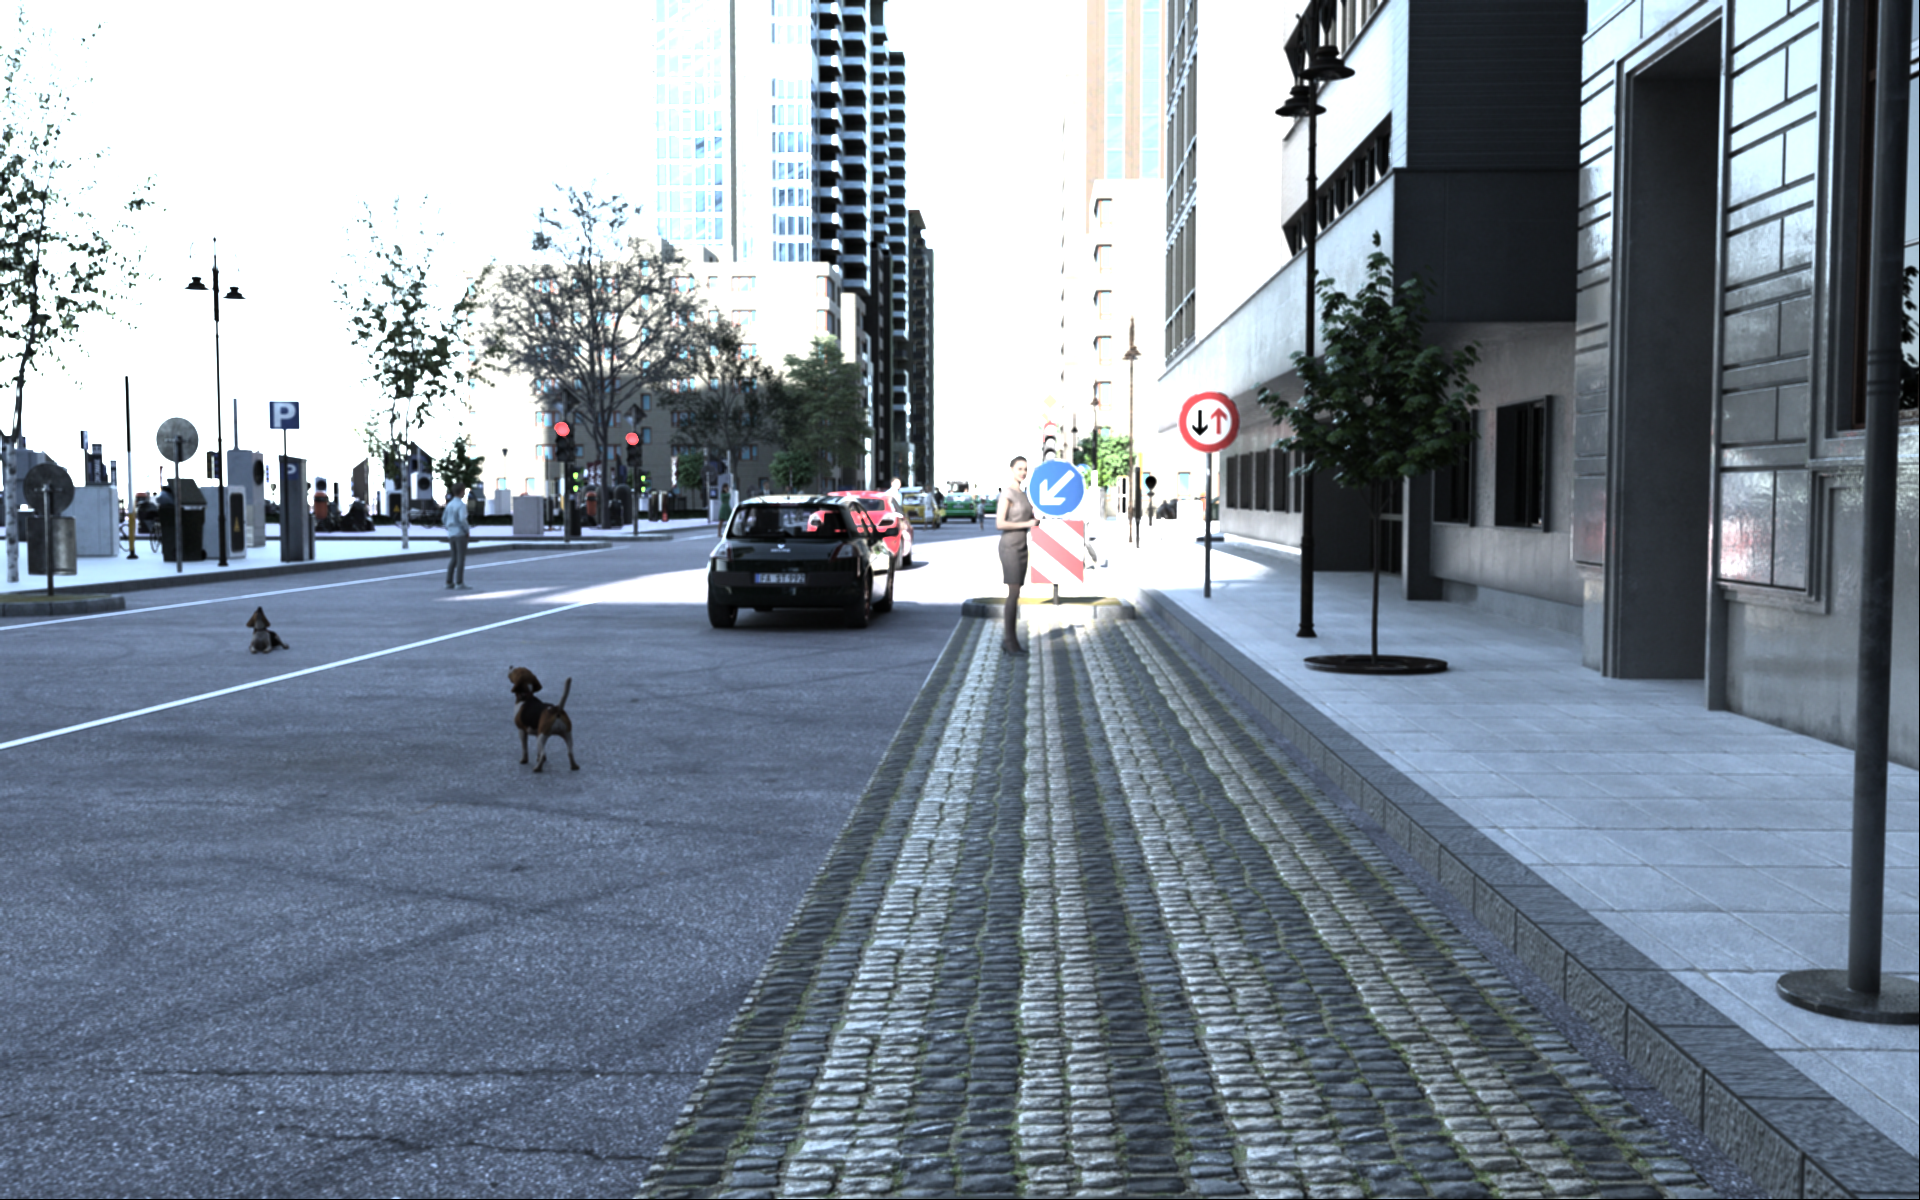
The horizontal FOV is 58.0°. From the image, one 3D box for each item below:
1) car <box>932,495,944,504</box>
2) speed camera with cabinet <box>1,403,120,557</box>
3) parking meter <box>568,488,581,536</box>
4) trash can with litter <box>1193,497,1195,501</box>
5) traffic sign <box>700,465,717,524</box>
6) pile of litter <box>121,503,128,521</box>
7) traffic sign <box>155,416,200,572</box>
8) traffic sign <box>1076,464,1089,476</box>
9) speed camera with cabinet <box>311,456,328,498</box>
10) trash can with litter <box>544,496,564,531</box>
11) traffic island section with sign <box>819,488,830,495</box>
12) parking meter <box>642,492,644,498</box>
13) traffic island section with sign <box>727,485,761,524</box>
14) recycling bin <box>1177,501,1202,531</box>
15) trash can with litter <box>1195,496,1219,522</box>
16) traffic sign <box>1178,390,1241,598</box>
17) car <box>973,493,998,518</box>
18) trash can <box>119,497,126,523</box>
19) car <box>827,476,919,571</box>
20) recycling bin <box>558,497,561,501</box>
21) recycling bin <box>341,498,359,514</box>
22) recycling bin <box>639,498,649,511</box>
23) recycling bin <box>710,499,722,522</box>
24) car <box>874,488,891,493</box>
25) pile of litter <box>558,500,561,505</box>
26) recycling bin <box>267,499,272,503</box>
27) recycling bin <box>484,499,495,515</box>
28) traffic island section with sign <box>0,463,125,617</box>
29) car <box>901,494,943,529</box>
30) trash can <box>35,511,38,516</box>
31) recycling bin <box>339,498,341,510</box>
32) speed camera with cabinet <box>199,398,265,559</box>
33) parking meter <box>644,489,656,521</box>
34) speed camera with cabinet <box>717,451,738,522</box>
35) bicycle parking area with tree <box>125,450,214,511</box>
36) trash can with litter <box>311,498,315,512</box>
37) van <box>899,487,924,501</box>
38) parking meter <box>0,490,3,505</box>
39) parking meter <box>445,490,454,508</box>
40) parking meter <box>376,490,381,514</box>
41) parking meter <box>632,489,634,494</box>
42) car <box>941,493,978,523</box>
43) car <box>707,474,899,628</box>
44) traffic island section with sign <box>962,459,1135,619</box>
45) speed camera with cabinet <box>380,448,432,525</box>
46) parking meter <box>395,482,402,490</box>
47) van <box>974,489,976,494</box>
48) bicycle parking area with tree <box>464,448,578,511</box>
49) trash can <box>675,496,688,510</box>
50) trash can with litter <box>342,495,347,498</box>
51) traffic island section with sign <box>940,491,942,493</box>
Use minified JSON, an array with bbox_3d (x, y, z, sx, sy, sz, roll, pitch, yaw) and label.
[{"bbox_3d":[-2.437,-9.542,168.586,1.945,1.354,3.894,0,4,3],"label":"car"},{"bbox_3d":[-18.352,-2.509,35.356,2.038,3.252,0.660,-1,4,-12],"label":"speed camera with cabinet"},{"bbox_3d":[-11.760,-2.720,52.880,0.372,1.533,0.369,0,3,0],"label":"parking meter"},{"bbox_3d":[11.461,-4.300,81.698,1.055,1.170,0.624,0,4,-3],"label":"trash can with litter"},{"bbox_3d":[-10.895,-4.584,75.058,0.768,2.556,0.104,0,4,7],"label":"traffic sign"},{"bbox_3d":[-39.863,-4.133,81.537,1.176,0.858,1.719,2,4,26],"label":"pile of litter"},{"bbox_3d":[-12.801,-1.726,28.331,0.768,2.556,0.104,0,4,6],"label":"traffic sign"},{"bbox_3d":[5.202,-4.503,73.730,0.768,2.556,0.104,0,4,4],"label":"traffic sign"},{"bbox_3d":[-33.625,-5.795,89.076,2.038,3.252,0.660,-3,5,-42],"label":"speed camera with cabinet"},{"bbox_3d":[-14.304,-3.044,60.830,1.678,1.210,2.233,-1,4,-16],"label":"trash can with litter"},{"bbox_3d":[-8.071,-5.810,103.619,1.989,1.847,2.006,0,4,2],"label":"traffic island section with sign"},{"bbox_3d":[-20.262,-6.305,111.504,0.372,1.533,0.369,0,3,0],"label":"parking meter"},{"bbox_3d":[-9.160,-4.163,76.686,1.989,1.847,2.006,0,4,2],"label":"traffic island section with sign"},{"bbox_3d":[7.978,-2.912,60.162,0.722,1.027,0.722,0,4,-5],"label":"recycling bin"},{"bbox_3d":[11.679,-4.233,80.604,1.055,1.170,0.624,-2,4,-24],"label":"trash can with litter"},{"bbox_3d":[3.071,-1.304,21.420,0.768,2.556,0.104,0,4,5],"label":"traffic sign"},{"bbox_3d":[1.702,-5.864,104.673,1.959,1.807,4.718,0,4,1],"label":"car"},{"bbox_3d":[-36.930,-3.929,75.886,0.748,1.137,0.748,0,3,0],"label":"trash can"},{"bbox_3d":[-1.912,-1.512,33.755,2.155,1.783,4.494,0,4,2],"label":"car"},{"bbox_3d":[-29.490,-7.102,128.669,0.722,1.027,0.722,-2,4,-26],"label":"recycling bin"},{"bbox_3d":[-39.676,-6.140,112.945,0.722,1.027,0.722,0,4,6],"label":"recycling bin"},{"bbox_3d":[-18.520,-5.444,101.562,0.722,1.027,0.722,-3,5,-40],"label":"recycling bin"},{"bbox_3d":[-11.342,-4.209,81.369,0.722,1.027,0.722,-1,4,-19],"label":"recycling bin"},{"bbox_3d":[-4.892,-6.476,114.560,2.281,1.827,5.304,0,4,4],"label":"car"},{"bbox_3d":[-27.300,-6.352,117.824,1.719,0.858,1.176,0,4,4],"label":"pile of litter"},{"bbox_3d":[-38.710,-5.120,96.259,0.722,1.027,0.722,-3,4,-36],"label":"recycling bin"},{"bbox_3d":[-23.040,-4.458,85.446,0.722,1.027,0.722,3,5,41],"label":"recycling bin"},{"bbox_3d":[-11.426,-0.765,21.142,1.989,1.847,2.006,0,4,2],"label":"traffic island section with sign"},{"bbox_3d":[-1.725,-3.829,72.822,2.015,1.641,3.980,0,4,2],"label":"car"},{"bbox_3d":[-52.942,-5.384,99.677,0.748,1.137,0.748,0,3,0],"label":"trash can"},{"bbox_3d":[-42.179,-6.503,118.877,0.722,1.027,0.722,3,4,38],"label":"recycling bin"},{"bbox_3d":[-14.651,-2.481,34.898,0.660,3.252,2.038,0,4,-1],"label":"speed camera with cabinet"},{"bbox_3d":[-14.666,-4.535,82.555,0.372,1.533,0.369,0,3,0],"label":"parking meter"},{"bbox_3d":[-10.657,-5.211,79.528,0.660,3.252,2.038,0,4,4],"label":"speed camera with cabinet"},{"bbox_3d":[-50.605,-7.847,115.304,9.016,4.147,8.231,-2,4,-30],"label":"bicycle parking area with tree"},{"bbox_3d":[-41.995,-6.210,112.916,0.624,1.170,1.055,-2,4,-23],"label":"trash can with litter"},{"bbox_3d":[-2.920,-5.747,100.969,2.013,2.044,4.112,0,4,3],"label":"van"},{"bbox_3d":[-55.314,-5.606,100.069,0.372,1.533,0.369,0,3,0],"label":"parking meter"},{"bbox_3d":[-18.334,-3.299,62.348,0.372,1.533,0.369,0,3,0],"label":"parking meter"},{"bbox_3d":[-34.143,-5.715,101.857,0.372,1.533,0.369,0,3,0],"label":"parking meter"},{"bbox_3d":[-17.242,-5.087,91.585,0.372,1.533,0.369,0,3,0],"label":"parking meter"},{"bbox_3d":[-0.058,-4.796,87.219,1.959,1.807,4.718,0,4,0],"label":"car"},{"bbox_3d":[-1.750,-0.622,19.953,2.009,1.686,4.222,0,4,3],"label":"car"},{"bbox_3d":[1.031,-0.734,20.629,1.989,1.847,2.006,0,4,2],"label":"traffic island section with sign"},{"bbox_3d":[-23.465,-4.834,73.367,2.038,3.252,0.660,-3,5,-42],"label":"speed camera with cabinet"},{"bbox_3d":[-24.845,-4.352,76.863,0.399,1.863,0.255,-1,4,-21],"label":"parking meter"},{"bbox_3d":[1.074,-13.382,223.181,2.240,2.365,5.245,0,4,3],"label":"van"},{"bbox_3d":[-26.299,-7.399,107.978,8.231,4.147,9.016,2,4,35],"label":"bicycle parking area with tree"},{"bbox_3d":[-17.378,-5.898,108.088,0.748,1.137,0.748,0,3,0],"label":"trash can"},{"bbox_3d":[-44.855,-7.076,126.755,2.233,1.210,1.678,2,4,30],"label":"trash can with litter"},{"bbox_3d":[-1.604,-15.570,263.191,1.989,1.847,2.006,0,4,2],"label":"traffic island section with sign"}]
